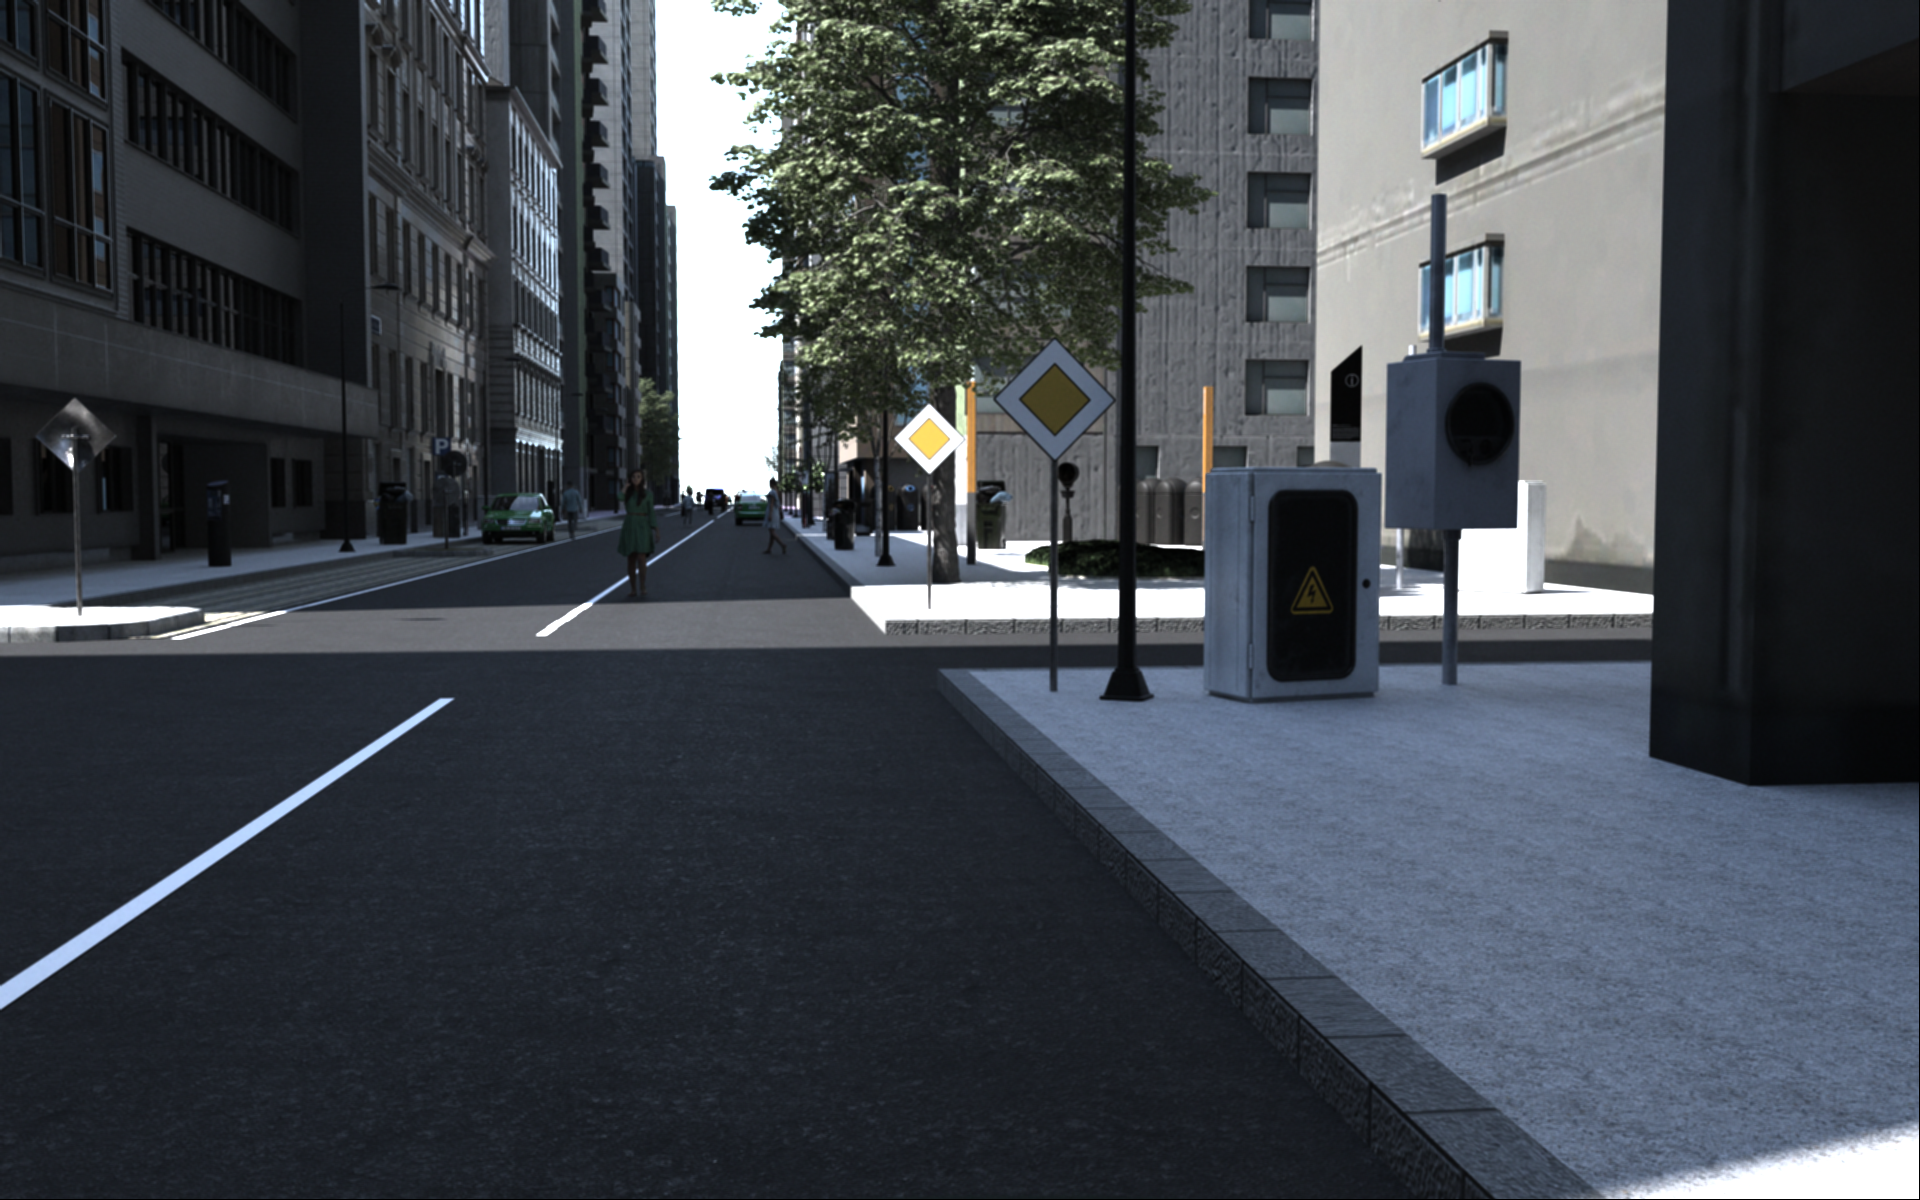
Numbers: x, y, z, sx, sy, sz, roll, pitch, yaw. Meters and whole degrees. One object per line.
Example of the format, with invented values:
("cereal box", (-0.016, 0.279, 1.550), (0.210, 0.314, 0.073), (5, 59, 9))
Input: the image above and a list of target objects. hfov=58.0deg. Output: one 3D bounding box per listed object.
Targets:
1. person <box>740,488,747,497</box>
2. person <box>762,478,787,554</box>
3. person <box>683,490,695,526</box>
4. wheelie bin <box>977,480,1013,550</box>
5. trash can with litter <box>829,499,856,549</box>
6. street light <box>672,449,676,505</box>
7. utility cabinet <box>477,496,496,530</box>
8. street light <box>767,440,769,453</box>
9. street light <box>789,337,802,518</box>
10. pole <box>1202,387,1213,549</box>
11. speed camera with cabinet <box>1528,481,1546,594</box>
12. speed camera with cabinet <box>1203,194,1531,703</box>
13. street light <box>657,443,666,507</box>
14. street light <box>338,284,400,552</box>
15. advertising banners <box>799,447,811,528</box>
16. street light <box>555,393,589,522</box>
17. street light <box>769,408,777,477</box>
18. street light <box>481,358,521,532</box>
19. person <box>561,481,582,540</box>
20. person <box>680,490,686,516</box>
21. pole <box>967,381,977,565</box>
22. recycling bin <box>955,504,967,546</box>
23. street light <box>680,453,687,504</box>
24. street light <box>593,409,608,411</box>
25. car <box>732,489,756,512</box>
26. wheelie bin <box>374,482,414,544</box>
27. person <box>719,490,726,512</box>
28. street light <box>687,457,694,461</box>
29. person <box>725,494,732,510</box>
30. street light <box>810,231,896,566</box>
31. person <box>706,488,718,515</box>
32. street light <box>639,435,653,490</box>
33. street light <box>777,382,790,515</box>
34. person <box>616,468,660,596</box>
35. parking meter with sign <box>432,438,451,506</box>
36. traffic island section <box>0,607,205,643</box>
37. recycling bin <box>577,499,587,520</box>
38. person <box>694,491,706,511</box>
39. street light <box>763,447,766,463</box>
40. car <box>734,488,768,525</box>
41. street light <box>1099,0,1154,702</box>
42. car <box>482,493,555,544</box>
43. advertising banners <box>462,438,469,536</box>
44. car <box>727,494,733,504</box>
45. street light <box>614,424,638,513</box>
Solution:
("person", (-15.902, -7.236, 126.680), (0.599, 1.838, 0.709), (1, 4, 15))
("person", (-4.400, -2.001, 41.316), (0.778, 1.811, 0.616), (2, 4, 35))
("person", (-12.000, -4.059, 76.679), (0.589, 1.601, 0.330), (1, 4, 12))
("wheelie bin", (0.741, -1.971, 40.138), (0.980, 1.594, 0.693), (1, 4, 13))
("trash can with litter", (-2.751, -1.758, 40.137), (0.624, 1.170, 1.055), (-1, 4, -9))
("street light", (-29.575, -12.464, 176.326), (1.470, 5.913, 1.316), (0, 4, -7))
("utility cabinet", (-16.898, -3.142, 62.531), (1.020, 1.237, 0.306), (0, 4, 5))
("street light", (-11.084, -8.272, 107.792), (1.470, 5.913, 1.316), (0, 4, -7))
("street light", (-4.223, -4.818, 51.312), (1.470, 5.913, 1.316), (0, 4, -7))
("pole", (4.713, -2.392, 32.954), (0.158, 3.312, 0.155), (0, 3, 0))
("speed camera with cabinet", (6.645, -1.741, 22.800), (2.038, 3.252, 0.660), (3, 5, 45))
("speed camera with cabinet", (2.598, -1.026, 11.114), (2.038, 3.252, 0.660), (-1, 4, -22))
("street light", (-27.223, -11.220, 155.982), (1.470, 5.913, 1.316), (0, 4, -7))
("street light", (-13.093, -4.028, 38.393), (1.470, 5.913, 1.316), (0, 4, -7))
("advertising banners", (-5.844, -4.211, 65.043), (0.090, 3.025, 2.074), (0, 4, 7))
("street light", (-18.010, -6.556, 79.737), (1.470, 5.913, 1.316), (0, 4, -7))
("street light", (-9.426, -7.410, 93.696), (1.470, 5.913, 1.316), (0, 4, -7))
("street light", (-15.622, -5.289, 59.017), (1.470, 5.913, 1.316), (0, 4, -7))
("person", (-12.326, -2.840, 54.796), (0.638, 1.841, 0.748), (0, 4, 7))
("person", (-17.711, -6.275, 111.907), (0.742, 1.727, 0.445), (0, 4, 7))
("pole", (0.214, -2.300, 31.454), (0.158, 3.312, 0.155), (0, 3, 0))
("recycling bin", (-0.044, -1.855, 42.887), (0.722, 1.027, 0.722), (-1, 4, -13))
("street light", (-32.118, -13.729, 197.002), (1.470, 5.913, 1.316), (0, 4, -7))
("street light", (-19.858, -7.444, 94.247), (1.470, 5.913, 1.316), (0, 4, -7))
("car", (-17.226, -8.017, 139.745), (2.281, 1.827, 5.304), (0, 4, -7))
("wheelie bin", (-14.450, -2.224, 44.270), (0.980, 1.594, 0.693), (-2, 4, -27))
("person", (-18.690, -7.785, 136.344), (0.434, 1.755, 0.990), (-2, 4, -35))
("street light", (-34.540, -14.994, 217.685), (1.470, 5.913, 1.316), (0, 4, -7))
("person", (-20.741, -8.685, 153.763), (1.065, 1.426, 0.557), (0, 4, 1))
("street light", (-1.862, -3.558, 30.723), (1.470, 5.913, 1.316), (0, 4, -7))
("person", (-17.379, -6.879, 120.975), (1.348, 1.823, 0.705), (3, 5, 44))
("street light", (-24.701, -9.962, 135.412), (1.470, 5.913, 1.316), (0, 4, -7))
("street light", (-6.723, -6.076, 71.885), (1.470, 5.913, 1.316), (0, 4, -7))
("person", (-4.523, -0.952, 24.309), (0.600, 1.795, 0.529), (-1, 4, -15))
("parking meter with sign", (-15.788, -3.455, 52.743), (0.543, 3.016, 1.738), (-1, 4, -15))
("traffic island section", (-9.247, 0.252, 18.157), (2.009, 0.180, 2.903), (0, 4, -7))
("recycling bin", (-19.140, -4.552, 86.980), (0.722, 1.027, 0.722), (0, 4, -6))
("person", (-22.150, -8.465, 147.610), (1.217, 1.736, 0.721), (-1, 4, -13))
("street light", (-15.986, -10.790, 148.949), (1.470, 5.913, 1.316), (0, 4, -7))
("car", (-9.611, -4.430, 81.227), (1.959, 1.807, 4.718), (0, 4, -6))
("street light", (0.510, -2.330, 10.639), (1.470, 5.913, 1.316), (0, 4, -7))
("car", (-12.940, -2.571, 50.837), (1.959, 1.807, 4.718), (-1, 4, -8))
("advertising banners", (-15.269, -3.508, 53.551), (0.090, 3.025, 2.074), (-1, 4, -12))
("car", (-33.011, -14.408, 244.365), (1.959, 1.807, 4.718), (-1, 4, -8))
("street light", (-22.290, -8.703, 114.828), (1.470, 5.913, 1.316), (0, 4, -7))
